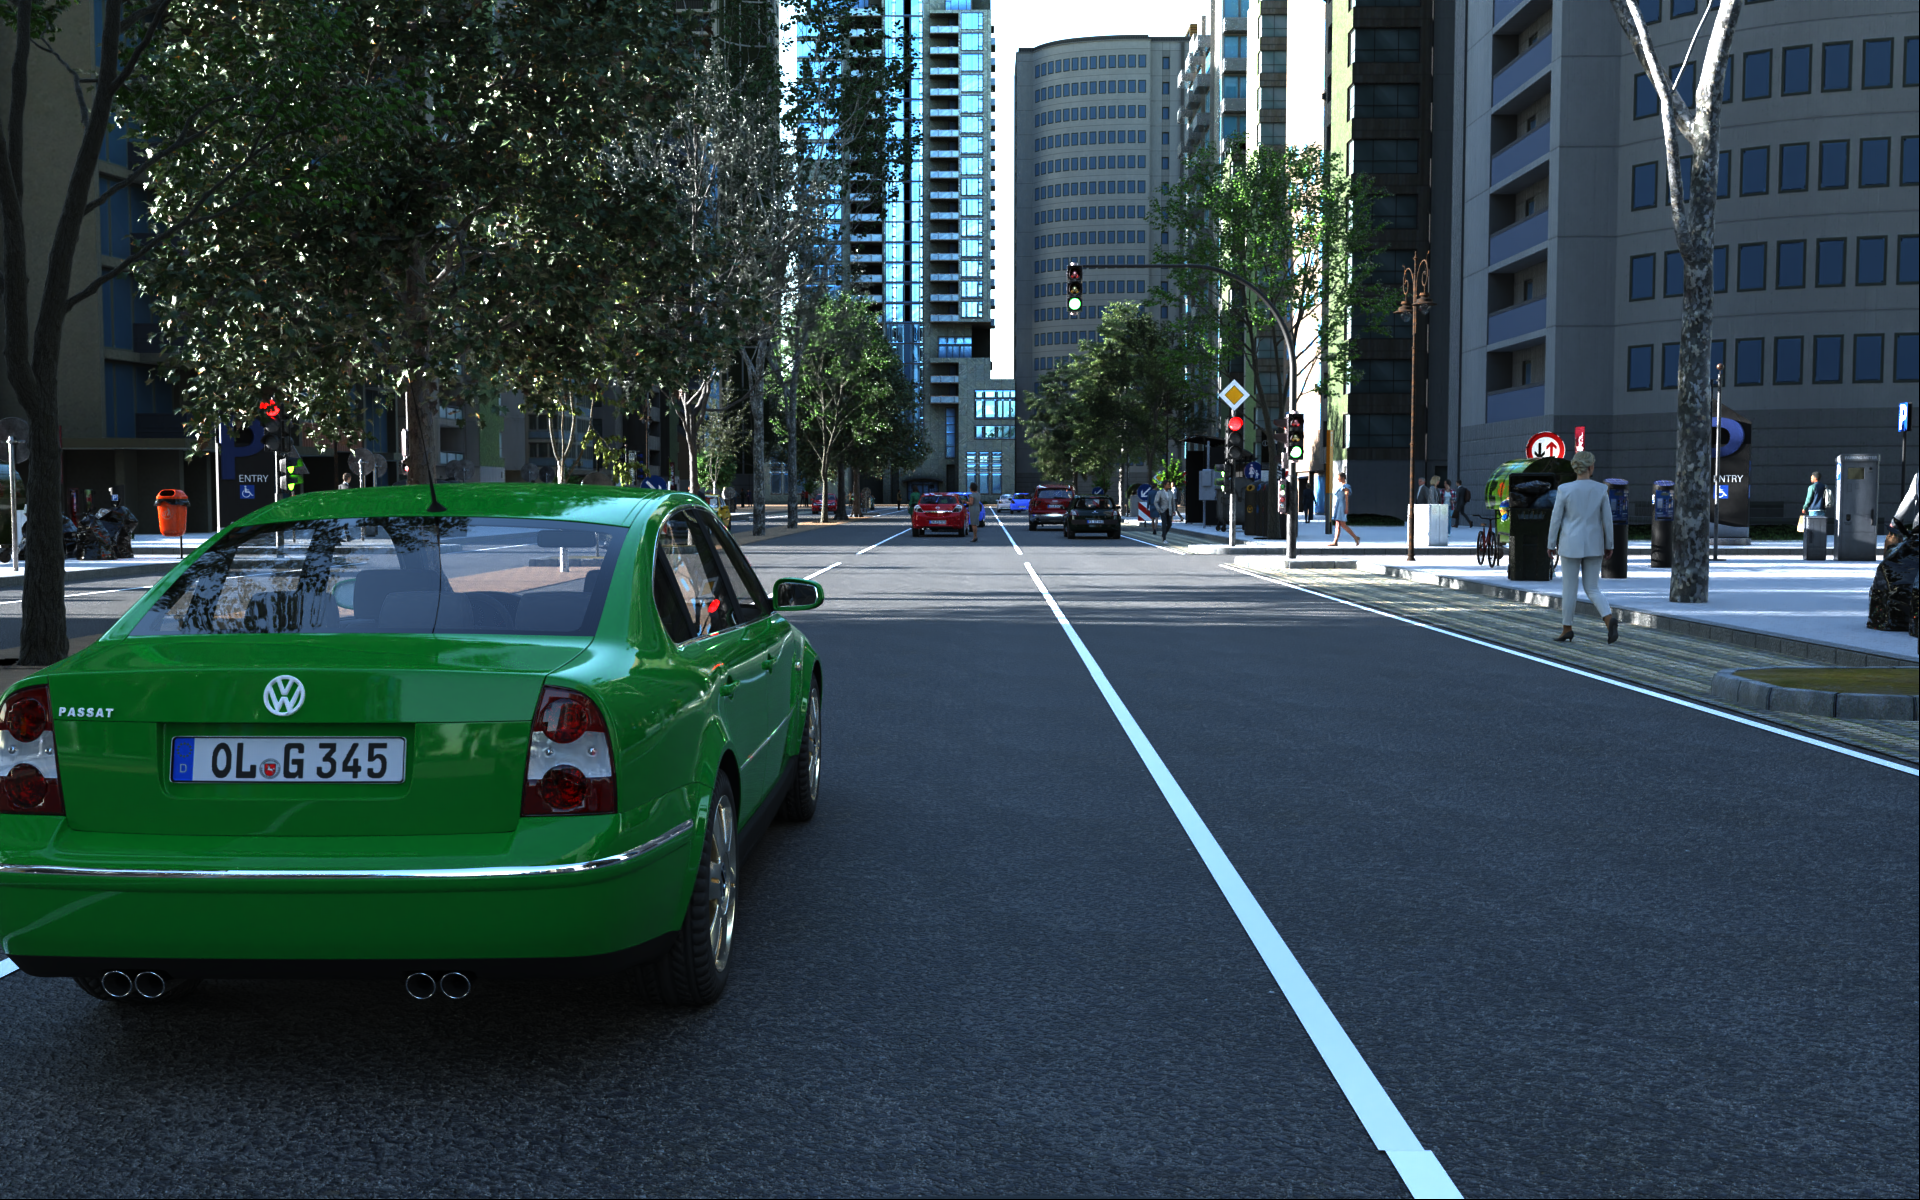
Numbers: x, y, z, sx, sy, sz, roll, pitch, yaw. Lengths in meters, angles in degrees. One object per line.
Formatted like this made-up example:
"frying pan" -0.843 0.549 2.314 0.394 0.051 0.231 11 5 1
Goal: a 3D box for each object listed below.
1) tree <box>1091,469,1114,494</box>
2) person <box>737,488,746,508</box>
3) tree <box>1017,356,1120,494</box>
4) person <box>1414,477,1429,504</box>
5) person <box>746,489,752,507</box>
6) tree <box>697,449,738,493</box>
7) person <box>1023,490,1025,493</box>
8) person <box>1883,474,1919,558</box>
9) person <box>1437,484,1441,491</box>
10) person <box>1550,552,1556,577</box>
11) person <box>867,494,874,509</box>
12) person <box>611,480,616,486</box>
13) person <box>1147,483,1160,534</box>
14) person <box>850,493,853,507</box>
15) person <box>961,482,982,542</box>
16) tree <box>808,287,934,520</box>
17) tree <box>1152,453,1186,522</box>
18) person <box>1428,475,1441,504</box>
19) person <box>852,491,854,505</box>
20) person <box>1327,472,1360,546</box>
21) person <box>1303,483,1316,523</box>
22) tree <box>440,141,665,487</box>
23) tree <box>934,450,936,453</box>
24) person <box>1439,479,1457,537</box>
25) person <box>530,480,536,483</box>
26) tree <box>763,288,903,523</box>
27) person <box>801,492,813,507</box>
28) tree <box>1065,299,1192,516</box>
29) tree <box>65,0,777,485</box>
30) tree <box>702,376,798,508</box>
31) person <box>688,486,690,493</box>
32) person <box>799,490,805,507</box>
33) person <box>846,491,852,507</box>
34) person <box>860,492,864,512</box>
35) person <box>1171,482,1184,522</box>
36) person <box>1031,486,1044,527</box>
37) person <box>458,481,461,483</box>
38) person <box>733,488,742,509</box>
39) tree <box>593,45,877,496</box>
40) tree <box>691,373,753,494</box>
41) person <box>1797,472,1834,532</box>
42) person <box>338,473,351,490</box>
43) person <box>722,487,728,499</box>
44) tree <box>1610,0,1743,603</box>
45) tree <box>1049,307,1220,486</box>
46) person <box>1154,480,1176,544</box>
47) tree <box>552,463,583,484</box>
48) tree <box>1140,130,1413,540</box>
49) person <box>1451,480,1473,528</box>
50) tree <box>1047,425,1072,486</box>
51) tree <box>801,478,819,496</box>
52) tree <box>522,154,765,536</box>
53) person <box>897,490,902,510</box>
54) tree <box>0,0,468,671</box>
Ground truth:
"tree" 10.678 -8.319 130.611 1.663 3.219 1.824 0 3 0
"person" -20.558 -9.629 163.507 0.705 1.821 1.348 2 4 30
"tree" 10.277 -15.255 156.068 9.857 13.997 8.962 0 3 0
"person" 13.702 -2.760 51.560 0.834 1.777 0.661 -1 4 -16
"person" -21.114 -10.202 173.299 0.683 1.767 0.568 1 4 20
"tree" -15.942 -7.864 112.286 4.285 4.588 4.351 0 3 0
"person" 6.646 -10.434 179.237 0.705 1.807 1.348 1 4 20
"person" 10.870 -0.813 19.455 0.709 1.813 0.853 -1 4 -10
"person" 17.770 -3.545 64.370 0.716 1.782 0.532 0 4 6
"person" 9.003 -1.167 26.942 0.330 1.601 0.589 -2 4 -31
"person" -8.976 -9.904 170.445 1.348 1.822 0.705 1 4 17
"person" -8.870 -2.185 44.498 0.850 1.792 0.678 -2 4 -34
"person" 6.871 -3.230 61.341 0.581 1.822 0.654 1 4 22
"person" -11.306 -10.800 185.101 1.348 1.821 0.705 3 5 44
"person" 0.381 -2.635 51.934 0.532 1.782 0.716 2 4 28
"tree" -6.560 -10.762 95.419 9.611 12.733 9.660 0 3 0
"tree" 9.921 -5.273 80.812 1.663 3.219 1.824 0 3 0
"person" 13.266 -2.582 48.441 0.728 1.800 0.709 2 4 31
"person" -10.529 -10.059 173.699 0.721 1.736 1.217 2 4 27
"person" 9.372 -2.212 42.300 0.778 1.811 0.616 1 4 10
"person" 15.366 -4.268 76.248 0.576 1.772 0.534 0 4 -6
"tree" -7.211 -4.797 31.247 4.737 8.622 4.395 0 3 0
"tree" -6.376 -11.440 106.516 9.611 12.733 9.660 0 3 0
"person" 14.610 -2.759 51.988 0.563 1.720 0.643 1 4 13
"person" -16.132 -3.628 65.371 0.388 1.821 0.555 1 4 13
"tree" -6.624 -9.626 85.601 9.928 11.665 9.643 0 3 0
"person" -15.553 -10.379 175.674 1.348 1.831 0.705 1 4 13
"tree" 9.910 -11.207 101.354 7.486 12.596 7.792 0 3 0
"tree" -7.477 -6.385 23.865 9.611 12.733 9.660 0 3 0
"tree" -15.671 -12.285 135.267 8.767 10.594 7.601 -2 4 -35
"person" -17.948 -6.682 115.271 0.713 1.824 0.794 2 4 30
"person" -15.613 -10.023 171.392 0.593 1.643 0.415 -1 4 -16
"person" -11.811 -10.920 187.765 1.217 1.735 0.721 1 4 16
"person" -7.821 -7.849 138.297 0.593 1.643 0.415 0 4 7
"person" 9.803 -4.456 78.993 0.850 1.850 0.679 1 4 21
"person" 3.370 -4.085 75.623 0.599 1.781 0.374 0 4 -7
"person" -22.310 -4.341 76.826 0.655 1.846 0.447 3 5 41
"person" -18.767 -8.454 144.342 0.705 1.814 1.350 3 5 42
"tree" -7.345 -8.234 47.455 12.009 13.543 11.850 0 3 0
"tree" -14.815 -9.498 105.649 4.360 8.622 3.978 0 3 0
"person" 20.745 -2.202 42.037 0.794 1.824 0.713 0 4 6
"person" -16.501 -2.490 46.537 0.659 1.850 0.755 2 4 33
"person" -15.716 -6.685 115.517 0.709 1.800 0.728 2 4 33
"tree" 8.182 -10.123 21.401 12.611 20.169 13.585 0 3 0
"tree" 9.383 -9.357 87.406 7.601 10.594 8.767 -3 4 -39
"person" 5.882 -2.543 49.925 0.661 1.843 0.795 -1 4 -20
"tree" -21.649 -6.101 94.360 1.663 3.219 1.824 0 3 0
"tree" 8.917 -7.531 48.887 9.928 11.665 9.643 0 3 0
"person" 19.067 -3.663 65.897 0.822 1.834 0.622 3 5 40
"tree" 10.539 -13.981 178.949 4.737 8.622 4.395 0 3 0
"tree" -14.292 -10.529 166.744 1.663 3.219 1.824 0 3 0
"tree" -8.091 -12.312 59.649 12.611 20.169 13.585 0 3 0
"person" -5.400 -8.917 154.393 0.705 1.812 1.348 -1 4 -12
"tree" -7.575 -5.250 14.047 9.928 11.665 9.643 0 3 0
